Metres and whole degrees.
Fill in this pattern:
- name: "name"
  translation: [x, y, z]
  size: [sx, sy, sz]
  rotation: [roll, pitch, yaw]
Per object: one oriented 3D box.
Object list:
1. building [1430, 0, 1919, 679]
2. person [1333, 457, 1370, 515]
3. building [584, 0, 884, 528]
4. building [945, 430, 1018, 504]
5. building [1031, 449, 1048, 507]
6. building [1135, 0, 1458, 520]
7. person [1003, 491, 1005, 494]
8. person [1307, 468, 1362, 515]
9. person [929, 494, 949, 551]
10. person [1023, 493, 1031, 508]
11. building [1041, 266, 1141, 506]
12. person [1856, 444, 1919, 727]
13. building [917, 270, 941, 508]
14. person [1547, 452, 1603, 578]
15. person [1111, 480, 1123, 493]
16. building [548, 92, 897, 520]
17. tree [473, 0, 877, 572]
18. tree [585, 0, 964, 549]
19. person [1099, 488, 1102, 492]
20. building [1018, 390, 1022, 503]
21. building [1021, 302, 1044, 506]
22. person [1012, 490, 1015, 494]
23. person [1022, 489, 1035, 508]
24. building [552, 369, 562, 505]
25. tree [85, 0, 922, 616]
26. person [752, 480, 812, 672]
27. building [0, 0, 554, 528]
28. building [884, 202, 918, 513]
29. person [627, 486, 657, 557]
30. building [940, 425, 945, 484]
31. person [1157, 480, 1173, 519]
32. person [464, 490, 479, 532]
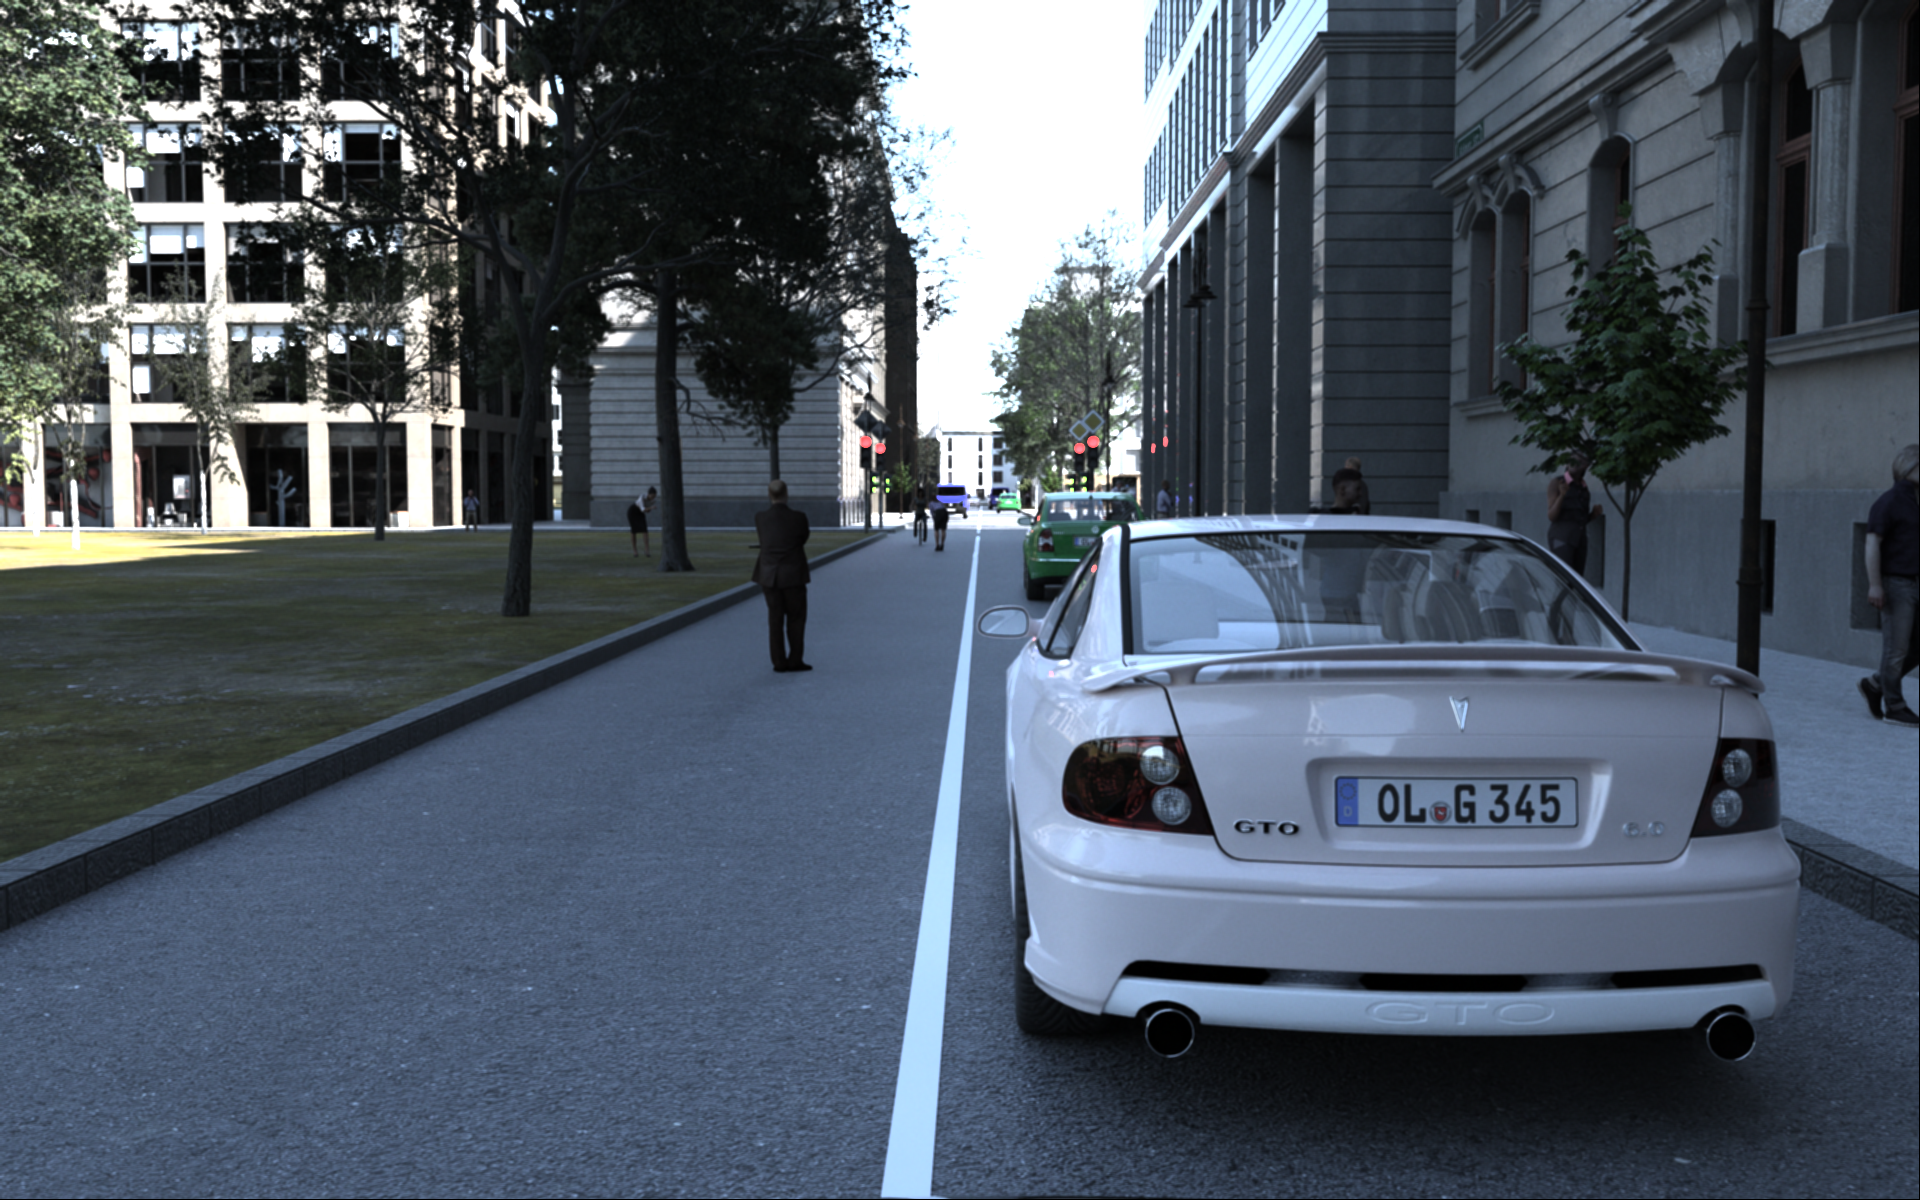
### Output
- name: "building"
  translation: [12.889, -13.779, 12.673]
  size: [14.401, 28.519, 23.554]
  rotation: [0, 4, 1]
- name: "person"
  translation: [4.984, -0.960, 22.296]
  size: [0.434, 1.755, 0.990]
  rotation: [3, 5, 45]
- name: "building"
  translation: [-9.213, -15.026, 74.561]
  size: [11.050, 23.489, 19.941]
  rotation: [0, 4, 1]
- name: "building"
  translation: [-6.246, -17.545, 229.004]
  size: [28.070, 9.664, 9.099]
  rotation: [0, 4, 1]
- name: "building"
  translation: [11.822, -13.889, 169.239]
  size: [9.099, 9.664, 28.070]
  rotation: [0, 4, 1]
- name: "building"
  translation: [10.889, -16.012, 39.293]
  size: [11.434, 29.767, 29.804]
  rotation: [0, 4, 1]
- name: "person"
  translation: [3.620, -8.360, 145.918]
  size: [0.721, 1.736, 1.217]
  rotation: [0, 4, -4]
- name: "person"
  translation: [2.450, -0.036, 10.965]
  size: [0.662, 1.594, 0.647]
  rotation: [0, 4, 7]
- name: "person"
  translation: [-0.559, -1.957, 43.736]
  size: [0.421, 1.427, 0.697]
  rotation: [-2, 4, -25]
- name: "person"
  translation: [6.112, -9.140, 158.673]
  size: [0.628, 1.438, 0.799]
  rotation: [2, 4, 24]
- name: "building"
  translation: [15.056, -17.906, 149.188]
  size: [16.016, 20.091, 11.380]
  rotation: [0, 4, 1]
- name: "person"
  translation: [5.286, -0.086, 9.666]
  size: [0.569, 1.553, 0.471]
  rotation: [0, 4, 7]
- name: "building"
  translation: [-16.061, -19.113, 156.464]
  size: [27.936, 21.610, 32.646]
  rotation: [0, 4, 1]
- name: "person"
  translation: [4.817, -0.372, 13.597]
  size: [0.415, 1.643, 0.593]
  rotation: [1, 4, 17]
- name: "person"
  translation: [4.920, -2.872, 53.942]
  size: [0.436, 1.711, 0.756]
  rotation: [3, 5, 43]
- name: "building"
  translation: [-12.360, -16.287, 99.575]
  size: [16.112, 22.955, 30.059]
  rotation: [0, 4, 1]
- name: "tree"
  translation: [-4.859, -6.518, 28.625]
  size: [6.751, 12.117, 7.091]
  rotation: [0, 3, 0]
- name: "tree"
  translation: [-4.369, -7.972, 40.712]
  size: [12.009, 13.543, 11.850]
  rotation: [0, 3, 0]
- name: "person"
  translation: [7.167, -4.889, 87.840]
  size: [0.662, 1.594, 0.647]
  rotation: [-2, 4, -29]
- name: "building"
  translation: [13.519, -22.950, 231.657]
  size: [11.380, 20.091, 16.016]
  rotation: [0, 4, 1]
- name: "building"
  translation: [20.939, -21.718, 199.058]
  size: [27.936, 21.610, 32.646]
  rotation: [0, 4, 1]
- name: "person"
  translation: [6.608, -12.851, 216.885]
  size: [0.721, 1.736, 1.217]
  rotation: [0, 4, 1]
- name: "person"
  translation: [6.388, -9.518, 162.352]
  size: [1.217, 1.739, 0.721]
  rotation: [0, 4, 7]
- name: "building"
  translation: [-58.063, -20.879, 207.832]
  size: [31.486, 18.905, 16.747]
  rotation: [0, 4, 1]
- name: "tree"
  translation: [-4.417, -5.094, 17.693]
  size: [7.601, 10.594, 8.767]
  rotation: [3, 4, 37]
- name: "person"
  translation: [-1.446, -0.199, 14.024]
  size: [0.482, 1.546, 0.388]
  rotation: [1, 4, 10]
- name: "building"
  translation: [-36.830, -16.473, 73.848]
  size: [34.151, 26.468, 19.350]
  rotation: [0, 4, 1]
- name: "building"
  translation: [-9.463, -17.935, 122.917]
  size: [12.332, 23.373, 15.834]
  rotation: [0, 4, 1]
- name: "person"
  translation: [-6.438, -1.596, 35.331]
  size: [0.799, 1.438, 0.628]
  rotation: [1, 4, 13]
- name: "building"
  translation: [-16.245, -16.464, 211.328]
  size: [28.070, 9.664, 9.099]
  rotation: [0, 4, 1]
- name: "person"
  translation: [4.295, -1.723, 36.284]
  size: [0.319, 1.574, 0.516]
  rotation: [-1, 4, -10]
- name: "person"
  translation: [-16.705, -2.978, 59.249]
  size: [0.516, 1.574, 0.319]
  rotation: [-1, 4, -20]
